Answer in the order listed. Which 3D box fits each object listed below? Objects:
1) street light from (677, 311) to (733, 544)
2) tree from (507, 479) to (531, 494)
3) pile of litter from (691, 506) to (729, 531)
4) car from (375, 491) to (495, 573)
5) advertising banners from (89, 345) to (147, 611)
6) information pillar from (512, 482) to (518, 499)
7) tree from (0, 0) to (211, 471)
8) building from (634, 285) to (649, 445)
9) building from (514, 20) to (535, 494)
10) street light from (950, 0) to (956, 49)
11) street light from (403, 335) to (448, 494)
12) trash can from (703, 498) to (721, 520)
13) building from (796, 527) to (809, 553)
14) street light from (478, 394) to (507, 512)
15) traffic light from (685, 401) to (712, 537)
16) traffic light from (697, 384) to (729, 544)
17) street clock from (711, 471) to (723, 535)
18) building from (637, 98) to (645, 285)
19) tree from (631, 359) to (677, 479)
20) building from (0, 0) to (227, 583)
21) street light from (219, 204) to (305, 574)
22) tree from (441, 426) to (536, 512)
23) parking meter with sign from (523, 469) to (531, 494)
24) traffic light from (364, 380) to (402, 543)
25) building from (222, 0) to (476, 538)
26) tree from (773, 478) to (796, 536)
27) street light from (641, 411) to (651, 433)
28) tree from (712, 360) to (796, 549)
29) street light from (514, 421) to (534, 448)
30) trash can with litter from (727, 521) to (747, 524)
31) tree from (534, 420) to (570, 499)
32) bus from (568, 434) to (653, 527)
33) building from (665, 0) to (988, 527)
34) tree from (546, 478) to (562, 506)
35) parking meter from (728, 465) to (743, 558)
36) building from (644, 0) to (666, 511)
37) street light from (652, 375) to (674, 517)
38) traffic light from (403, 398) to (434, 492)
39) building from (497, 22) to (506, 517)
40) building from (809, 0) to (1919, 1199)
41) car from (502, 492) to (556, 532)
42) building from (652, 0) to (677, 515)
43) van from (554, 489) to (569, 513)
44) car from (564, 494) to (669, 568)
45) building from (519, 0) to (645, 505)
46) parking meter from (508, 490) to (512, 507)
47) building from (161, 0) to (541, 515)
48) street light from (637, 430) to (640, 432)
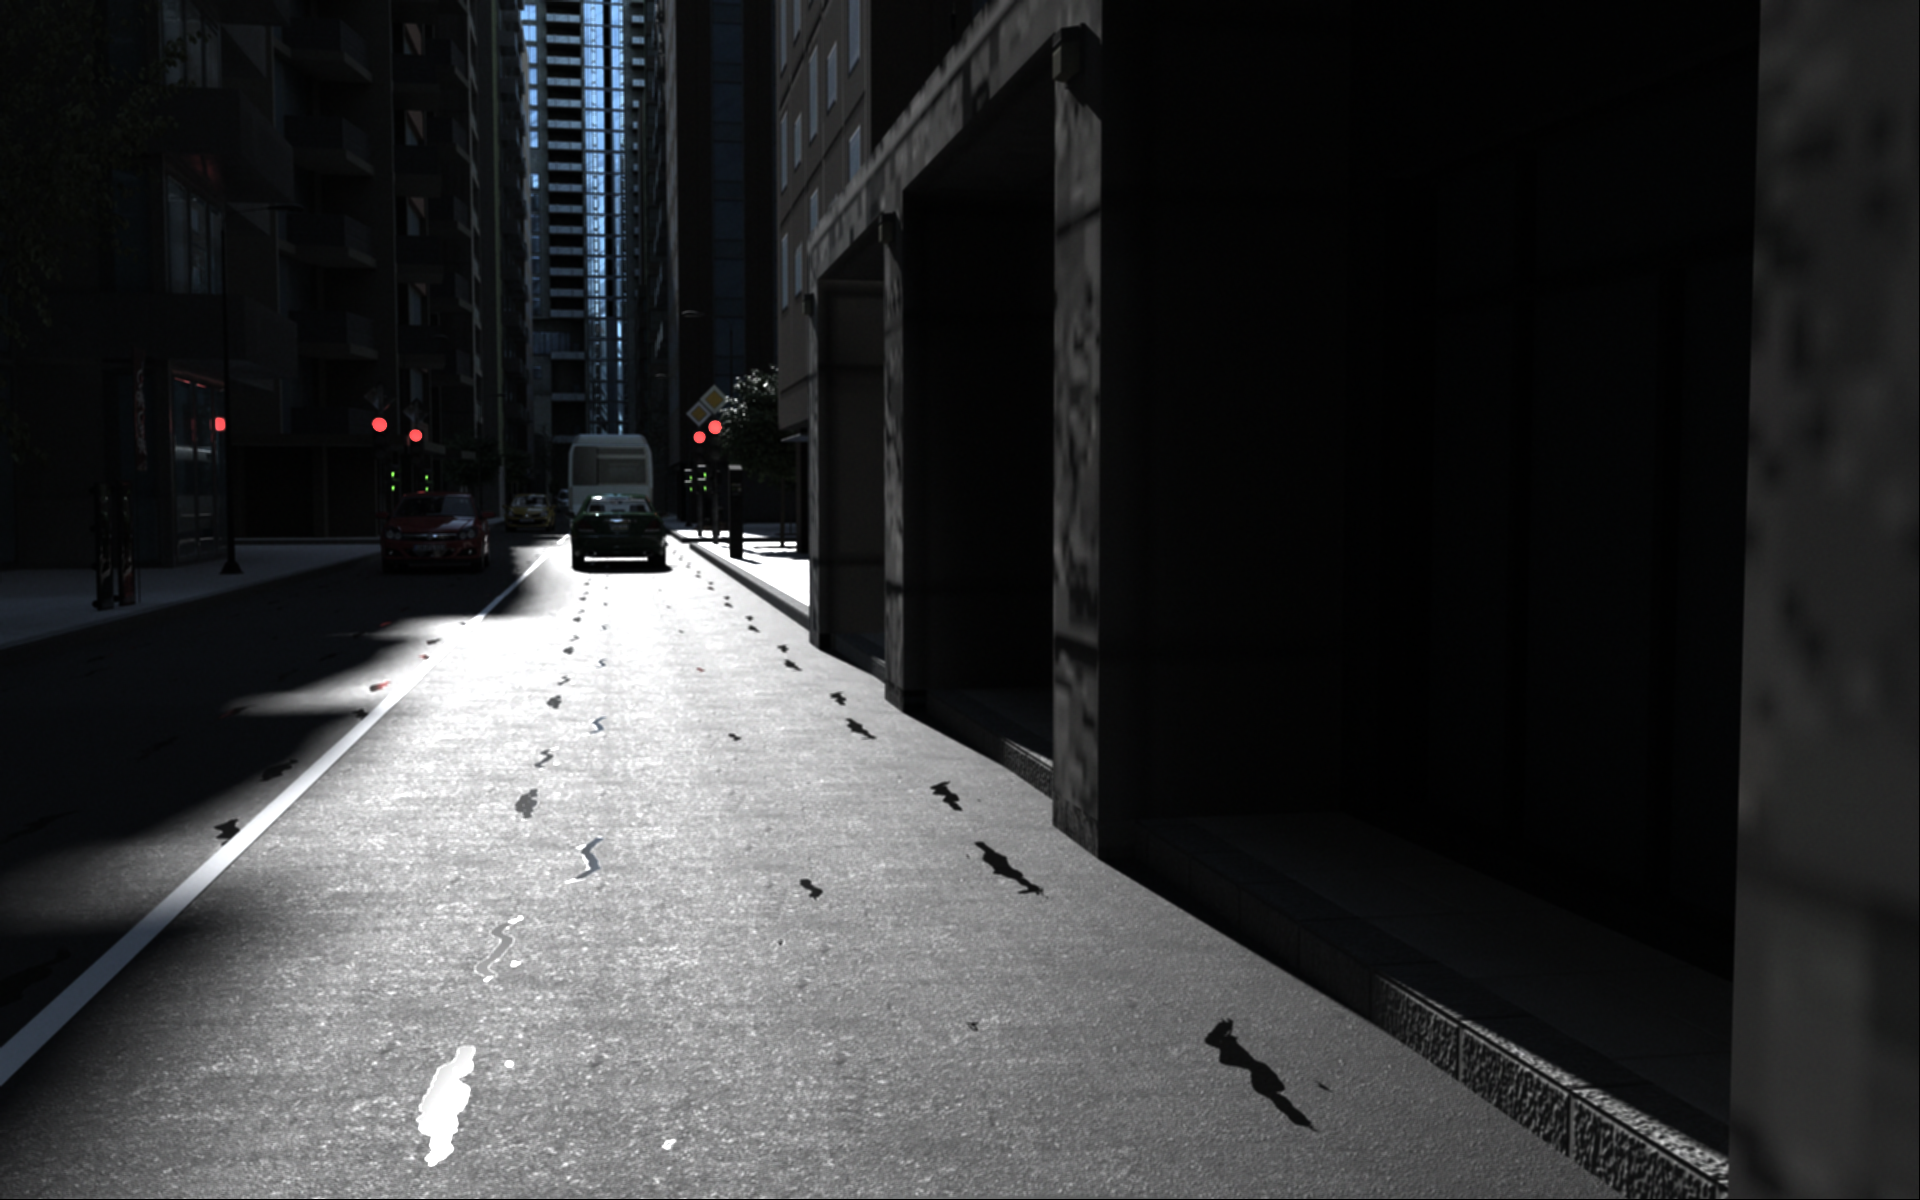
[{"bbox_3d":[-6.382,-4.390,44.317,1.470,5.913,1.316,-1,4,-11],"label":"street light"},{"bbox_3d":[-29.123,-7.301,113.978,1.663,3.219,1.824,0,3,0],"label":"tree"},{"bbox_3d":[-8.596,-2.879,61.030,1.719,0.858,1.176,2,4,24],"label":"pile of litter"},{"bbox_3d":[-9.917,-1.458,32.887,2.155,1.783,4.494,-1,4,-13],"label":"car"},{"bbox_3d":[-9.609,-1.448,19.869,0.090,3.025,2.074,-1,4,-9],"label":"advertising banners"},{"bbox_3d":[-26.347,-6.002,102.623,0.304,2.012,0.304,0,4,-3],"label":"information pillar"},{"bbox_3d":[-9.620,-4.041,16.426,4.737,8.622,4.395,0,3,0],"label":"tree"},{"bbox_3d":[-15.822,-19.272,160.134,27.650,21.520,28.899,-1,4,-11],"label":"building"},{"bbox_3d":[-46.938,-31.173,159.786,14.600,45.320,14.200,-1,4,-11],"label":"building"},{"bbox_3d":[-0.594,-2.608,15.181,1.470,5.913,1.316,-1,4,-11],"label":"street light"},{"bbox_3d":[-15.678,-4.782,50.727,1.470,5.913,1.316,-1,4,-11],"label":"street light"},{"bbox_3d":[-9.654,-3.419,67.547,0.748,1.137,0.748,0,3,0],"label":"trash can"},{"bbox_3d":[4.108,-23.345,31.805,14.600,45.320,14.200,-1,4,-11],"label":"building"},{"bbox_3d":[-21.684,-6.588,80.262,1.470,5.913,1.316,-1,4,-11],"label":"street light"},{"bbox_3d":[-7.870,-3.869,52.176,0.839,4.253,0.868,-1,4,-11],"label":"traffic light"},{"bbox_3d":[-6.294,-3.390,44.347,0.839,4.253,0.868,-1,4,-11],"label":"traffic light"},{"bbox_3d":[-7.585,-3.011,53.803,0.358,2.002,0.471,-3,5,-39],"label":"street clock"},{"bbox_3d":[-28.734,-33.248,193.709,14.600,45.320,14.200,-1,4,-11],"label":"building"},{"bbox_3d":[-15.248,-8.715,92.851,4.360,8.622,3.978,0,3,0],"label":"tree"},{"bbox_3d":[-27.289,-24.848,25.871,30.456,49.044,23.786,-1,4,-11],"label":"building"},{"bbox_3d":[-11.186,-3.379,27.781,1.470,5.913,1.316,-1,4,-11],"label":"street light"},{"bbox_3d":[-23.474,-6.083,83.165,4.285,4.588,4.351,0,3,0],"label":"tree"},{"bbox_3d":[-30.206,-7.558,119.830,0.543,3.016,1.738,-2,4,-30],"label":"parking meter with sign"},{"bbox_3d":[-14.243,-3.292,42.737,0.839,4.253,0.868,-1,4,-11],"label":"traffic light"},{"bbox_3d":[-29.410,-24.854,60.992,22.147,44.769,28.867,-1,4,-11],"label":"building"},{"bbox_3d":[-5.351,-3.624,53.855,1.663,3.219,1.824,0,3,0],"label":"tree"},{"bbox_3d":[-16.985,-7.606,96.902,1.470,5.913,1.316,-1,4,-11],"label":"street light"},{"bbox_3d":[-4.214,-3.513,41.156,4.285,4.588,4.351,0,3,0],"label":"tree"},{"bbox_3d":[-27.612,-8.379,109.533,1.470,5.913,1.316,-1,4,-11],"label":"street light"},{"bbox_3d":[-10.049,-3.859,74.157,2.233,1.210,1.678,-1,4,-22],"label":"trash can with litter"},{"bbox_3d":[-41.139,-13.681,174.041,4.360,8.622,3.978,0,3,0],"label":"tree"},{"bbox_3d":[-11.995,-3.972,59.796,2.948,3.499,13.247,-1,4,-11],"label":"bus"},{"bbox_3d":[-6.758,-26.423,82.123,14.600,45.320,14.200,-1,4,-11],"label":"building"},{"bbox_3d":[-45.498,-12.321,196.044,1.663,3.219,1.824,0,3,0],"label":"tree"},{"bbox_3d":[-4.494,-1.774,34.710,0.255,1.863,0.399,-1,4,-12],"label":"parking meter"},{"bbox_3d":[-17.739,-27.741,137.164,14.154,41.232,14.086,-1,4,-11],"label":"building"},{"bbox_3d":[-11.168,-5.820,67.699,1.470,5.913,1.316,-1,4,-11],"label":"street light"},{"bbox_3d":[-15.819,-3.770,50.566,0.839,4.253,0.868,-1,4,-11],"label":"traffic light"},{"bbox_3d":[-31.772,-24.895,90.635,14.154,41.232,14.086,-1,4,-11],"label":"building"},{"bbox_3d":[10.578,-34.752,6.448,20.563,71.187,20.611,-1,4,-11],"label":"building"},{"bbox_3d":[-16.530,-3.451,66.643,2.015,1.641,3.980,-1,4,-10],"label":"car"},{"bbox_3d":[-8.469,-30.149,112.542,23.786,49.044,30.456,-1,4,-11],"label":"building"},{"bbox_3d":[-30.395,-7.783,134.258,2.013,2.044,4.112,-1,4,-12],"label":"van"},{"bbox_3d":[-6.981,-1.435,35.268,2.131,1.459,4.920,-1,4,-12],"label":"car"},{"bbox_3d":[-45.931,-55.231,215.695,31.000,86.520,22.319,-1,4,-11],"label":"building"},{"bbox_3d":[-29.871,-6.709,115.409,0.399,1.863,0.255,1,4,19],"label":"parking meter"},{"bbox_3d":[-45.860,-31.607,136.382,23.786,49.044,30.456,-1,4,-11],"label":"building"},{"bbox_3d":[-22.831,-9.375,125.825,1.470,5.913,1.316,-1,4,-11],"label":"street light"}]
